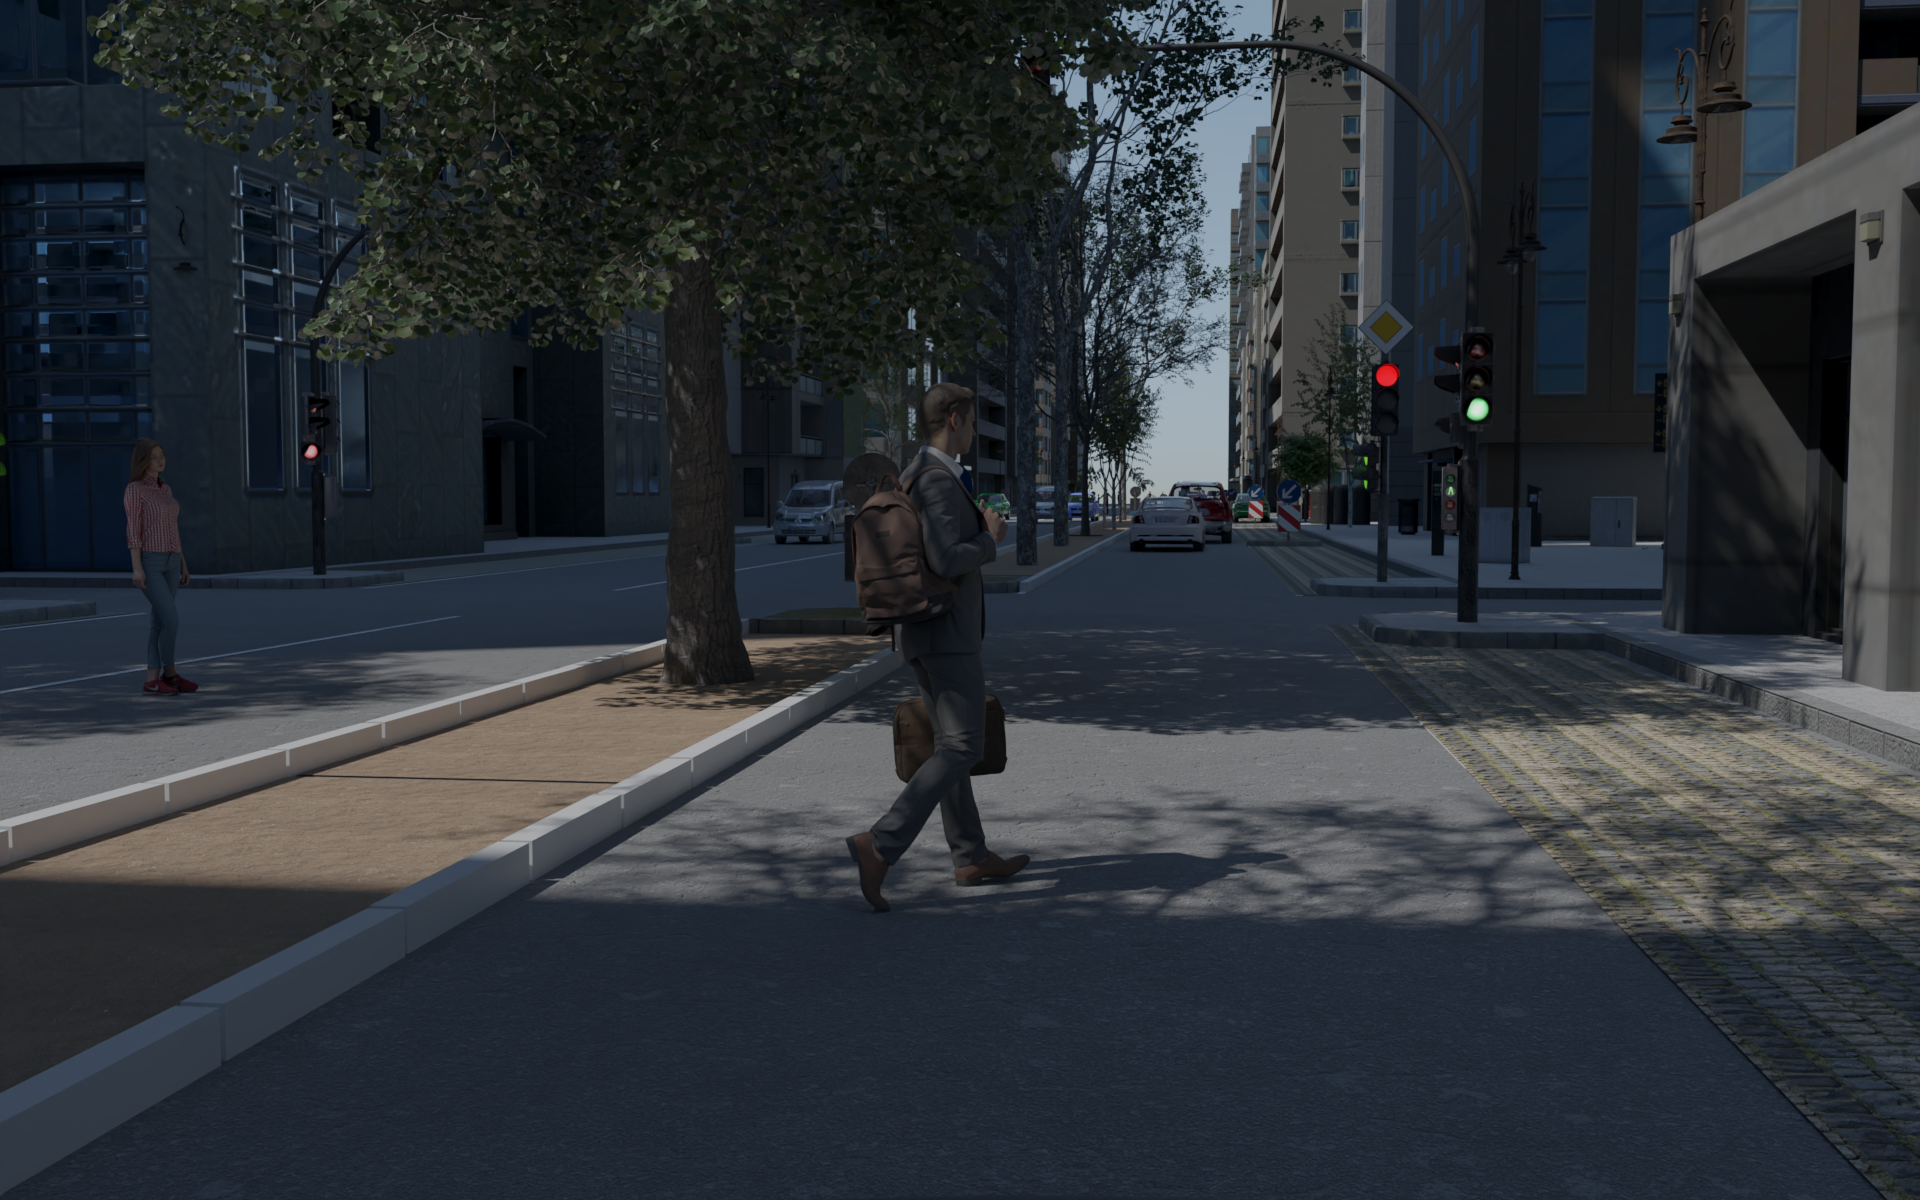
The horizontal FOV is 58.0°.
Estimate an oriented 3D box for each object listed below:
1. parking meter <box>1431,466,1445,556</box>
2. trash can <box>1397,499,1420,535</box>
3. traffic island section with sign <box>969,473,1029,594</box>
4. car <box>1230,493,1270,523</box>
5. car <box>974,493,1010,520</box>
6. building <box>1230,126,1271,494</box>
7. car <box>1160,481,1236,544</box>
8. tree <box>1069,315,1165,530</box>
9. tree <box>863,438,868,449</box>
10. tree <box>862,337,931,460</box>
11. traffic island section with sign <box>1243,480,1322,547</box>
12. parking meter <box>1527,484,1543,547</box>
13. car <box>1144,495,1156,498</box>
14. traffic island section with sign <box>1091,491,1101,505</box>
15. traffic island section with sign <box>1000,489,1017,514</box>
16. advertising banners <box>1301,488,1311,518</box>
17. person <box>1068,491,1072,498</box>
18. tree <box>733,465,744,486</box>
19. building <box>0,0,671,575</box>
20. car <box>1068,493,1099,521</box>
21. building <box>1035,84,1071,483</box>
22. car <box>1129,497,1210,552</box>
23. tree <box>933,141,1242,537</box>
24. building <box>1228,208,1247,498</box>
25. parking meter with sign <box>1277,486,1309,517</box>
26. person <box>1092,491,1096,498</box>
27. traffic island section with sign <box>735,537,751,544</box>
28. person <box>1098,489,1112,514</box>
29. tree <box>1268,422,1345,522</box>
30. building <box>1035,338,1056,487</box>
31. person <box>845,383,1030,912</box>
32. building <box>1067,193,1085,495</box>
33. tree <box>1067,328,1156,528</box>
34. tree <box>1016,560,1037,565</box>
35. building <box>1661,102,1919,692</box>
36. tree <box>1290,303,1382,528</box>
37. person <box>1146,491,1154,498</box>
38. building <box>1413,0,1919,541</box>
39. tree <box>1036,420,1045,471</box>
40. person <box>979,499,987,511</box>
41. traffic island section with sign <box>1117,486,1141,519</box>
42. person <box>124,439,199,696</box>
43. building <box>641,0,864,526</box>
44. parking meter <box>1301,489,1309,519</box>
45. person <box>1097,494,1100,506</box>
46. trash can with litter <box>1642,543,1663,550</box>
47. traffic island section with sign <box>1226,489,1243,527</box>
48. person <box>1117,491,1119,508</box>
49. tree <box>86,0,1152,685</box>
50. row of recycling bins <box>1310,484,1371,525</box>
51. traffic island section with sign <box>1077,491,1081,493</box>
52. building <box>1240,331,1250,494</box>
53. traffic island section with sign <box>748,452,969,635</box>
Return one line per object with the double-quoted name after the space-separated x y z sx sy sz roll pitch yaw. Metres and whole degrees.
9.972 -1.859 36.110 0.255 1.863 0.399 1 4 14 "parking meter"
14.137 -2.628 54.614 0.748 1.137 0.748 0 3 0 "trash can"
-0.042 -1.081 25.817 2.006 1.907 1.989 0 4 8 "traffic island section with sign"
14.687 -4.825 87.678 1.959 1.807 4.718 0 4 6 "car"
1.719 -5.349 96.256 1.959 1.807 4.718 1 4 9 "car"
47.598 -37.078 225.832 23.786 49.044 30.456 0 4 8 "building"
7.097 -2.633 51.718 2.281 1.827 5.304 1 4 8 "car"
6.145 -7.089 68.727 4.360 8.622 3.978 0 3 0 "tree"
-5.756 -6.122 83.810 4.285 4.588 4.351 0 3 0 "tree"
-3.917 -9.731 93.522 7.601 10.594 8.767 0 4 1 "tree"
8.965 -2.406 47.971 1.989 1.847 2.006 0 4 8 "traffic island section with sign"
13.944 -2.057 42.039 0.372 1.533 0.369 0 3 0 "parking meter"
27.363 -14.408 248.157 1.945 1.354 3.894 1 4 8 "car"
18.124 -13.826 234.689 1.989 1.847 2.006 0 4 8 "traffic island section with sign"
3.267 -7.184 126.087 1.989 1.847 2.006 0 4 8 "traffic island section with sign"
19.220 -6.022 94.653 2.074 3.025 0.090 3 5 42 "advertising banners"
11.256 -10.279 177.224 0.621 1.740 0.551 1 4 11 "person"
-8.607 -4.027 60.438 1.663 3.219 1.824 0 3 0 "tree"
-20.774 -44.586 41.652 22.319 86.520 31.000 0 4 8 "building"
6.460 -5.056 92.256 1.945 1.707 3.694 1 4 10 "car"
0.449 -39.128 228.985 28.713 52.752 27.495 0 4 8 "building"
5.373 -1.972 44.612 2.083 1.381 4.827 1 4 9 "car"
4.229 -8.903 58.393 12.009 13.543 11.850 0 3 0 "tree"
45.713 -34.567 248.763 14.154 41.232 14.086 0 4 8 "building"
18.571 -6.136 96.582 1.738 3.016 0.543 1 4 10 "parking meter with sign"
14.465 -11.058 190.024 1.217 1.735 0.721 -3 4 -37 "person"
-7.122 -2.534 50.052 1.989 1.847 2.006 0 4 8 "traffic island section with sign"
10.316 -6.973 122.513 1.348 1.823 0.705 -2 4 -27 "person"
15.746 -5.833 79.076 4.285 4.588 4.351 0 3 0 "tree"
-2.729 -21.790 201.302 27.650 21.520 28.899 0 4 8 "building"
-0.098 0.138 6.213 0.822 1.834 0.622 -2 4 -29 "person"
10.533 -36.620 248.840 14.600 45.320 14.200 0 4 8 "building"
6.984 -7.727 79.162 4.737 8.622 4.395 0 3 0 "tree"
2.427 -10.689 33.109 12.611 20.169 13.585 0 3 0 "tree"
15.467 -34.537 2.938 20.563 71.187 20.611 0 4 8 "building"
14.806 -7.066 65.887 4.737 8.622 4.395 0 3 0 "tree"
25.526 -13.704 232.501 1.348 1.831 0.705 -2 4 -28 "person"
21.878 -24.584 52.068 14.600 45.320 14.200 0 4 8 "building"
6.705 -13.600 172.724 4.737 8.622 4.395 0 3 0 "tree"
1.361 -4.818 92.779 0.738 1.151 1.012 3 4 39 "person"
10.126 -5.635 100.267 2.006 1.907 1.989 0 4 8 "traffic island section with sign"
-5.708 -0.232 12.309 0.388 1.821 0.555 0 4 1 "person"
-12.191 -23.794 72.634 14.154 41.232 14.086 0 4 8 "building"
17.577 -4.879 88.185 0.372 1.533 0.369 0 3 0 "parking meter"
13.211 -9.402 165.477 0.557 1.426 1.065 1 4 10 "person"
16.749 -1.741 39.527 1.678 1.210 2.233 -3 5 -40 "trash can with litter"
12.613 -4.040 74.679 1.989 1.847 2.006 0 4 8 "traffic island section with sign"
15.892 -10.099 174.446 0.721 1.723 1.217 0 4 6 "person"
-1.931 -6.335 12.693 9.857 13.997 8.962 0 3 0 "tree"
16.062 -4.046 73.271 1.069 1.692 3.534 -2 4 -26 "row of recycling bins"
14.384 -12.155 207.363 1.989 1.847 2.006 0 4 8 "traffic island section with sign"
46.127 -21.465 195.986 27.650 21.520 28.899 0 4 8 "building"
-1.055 -0.633 18.479 2.006 1.907 1.989 0 4 8 "traffic island section with sign"
